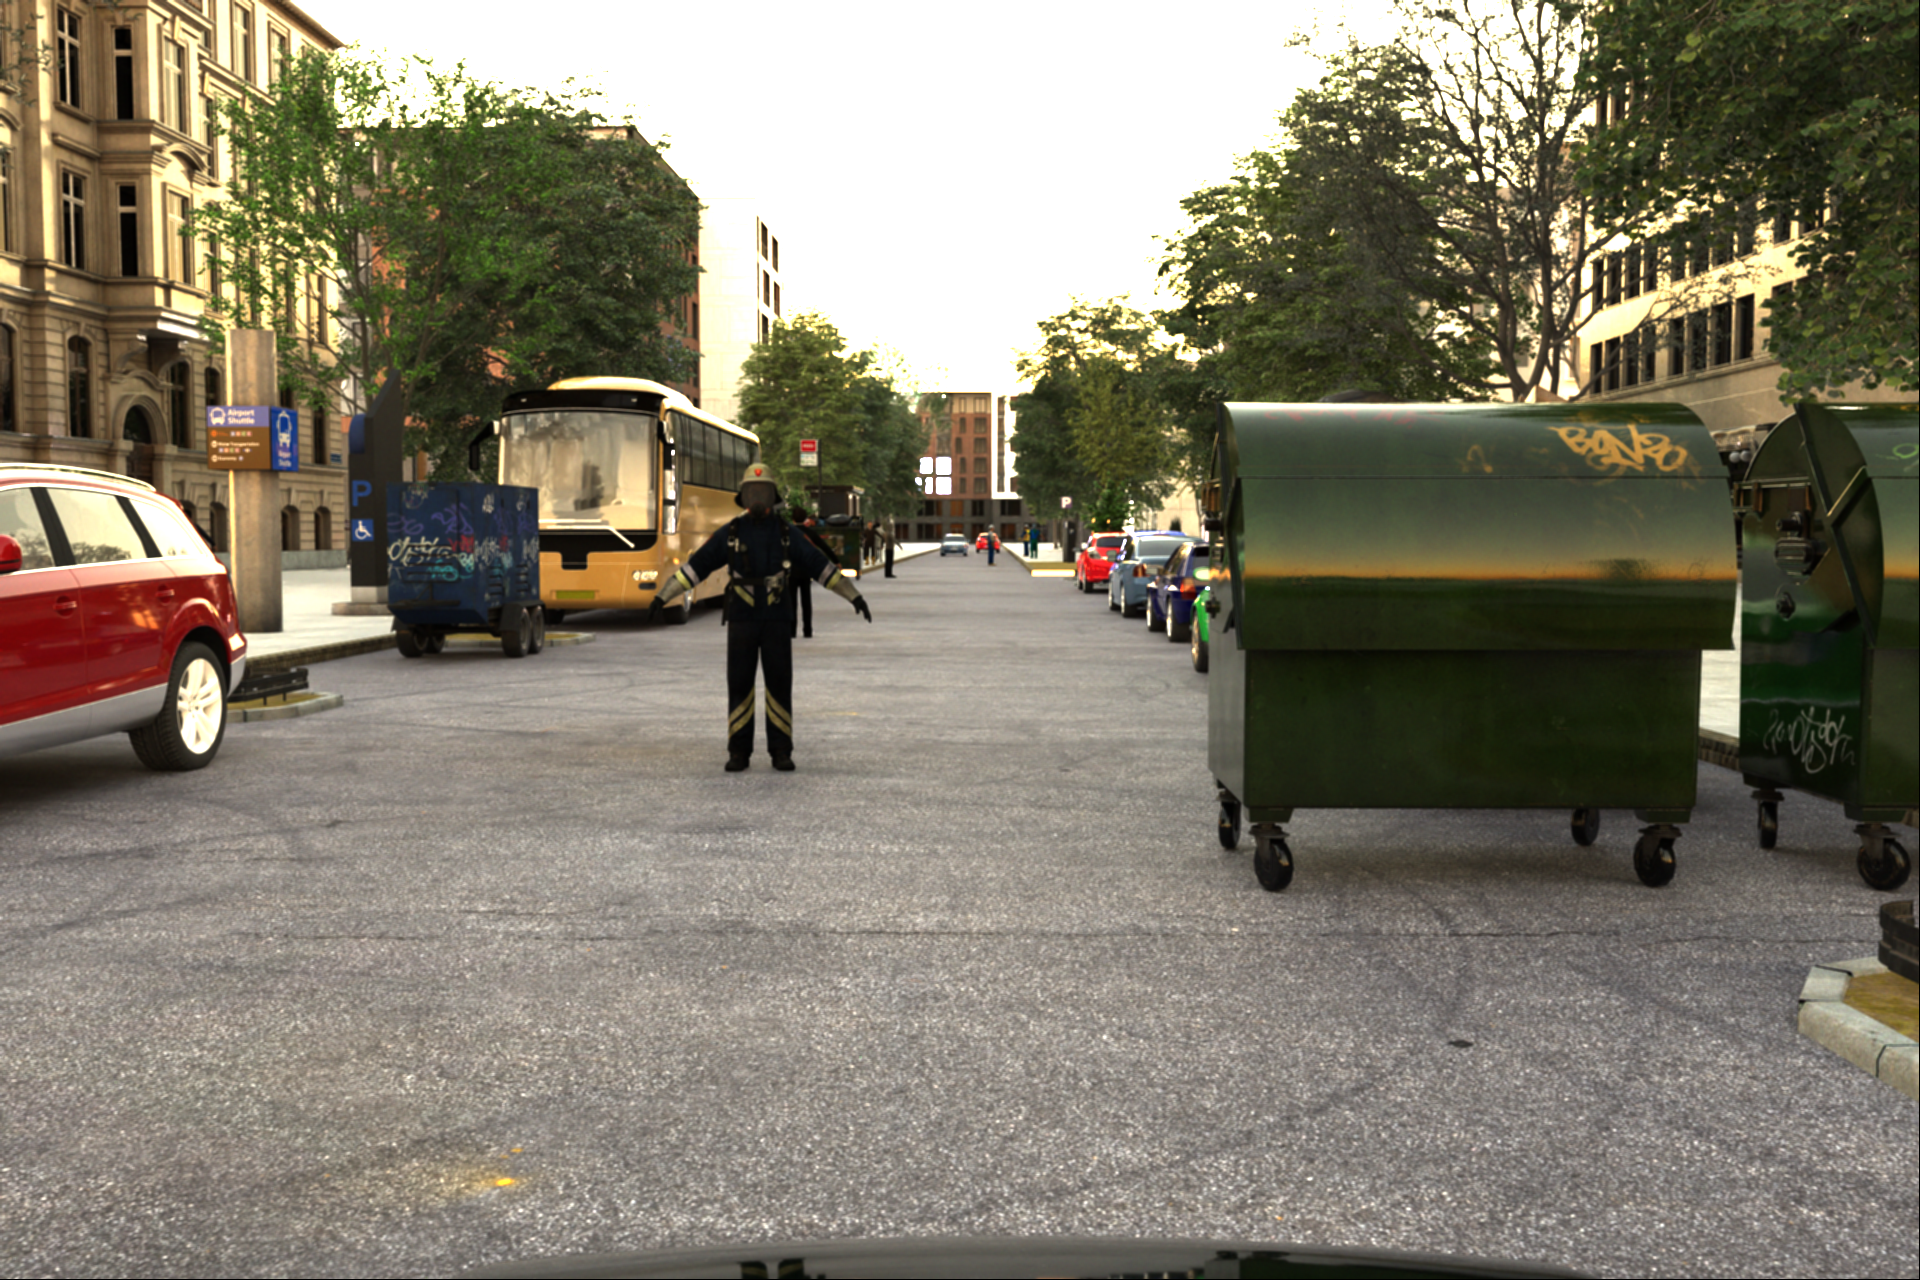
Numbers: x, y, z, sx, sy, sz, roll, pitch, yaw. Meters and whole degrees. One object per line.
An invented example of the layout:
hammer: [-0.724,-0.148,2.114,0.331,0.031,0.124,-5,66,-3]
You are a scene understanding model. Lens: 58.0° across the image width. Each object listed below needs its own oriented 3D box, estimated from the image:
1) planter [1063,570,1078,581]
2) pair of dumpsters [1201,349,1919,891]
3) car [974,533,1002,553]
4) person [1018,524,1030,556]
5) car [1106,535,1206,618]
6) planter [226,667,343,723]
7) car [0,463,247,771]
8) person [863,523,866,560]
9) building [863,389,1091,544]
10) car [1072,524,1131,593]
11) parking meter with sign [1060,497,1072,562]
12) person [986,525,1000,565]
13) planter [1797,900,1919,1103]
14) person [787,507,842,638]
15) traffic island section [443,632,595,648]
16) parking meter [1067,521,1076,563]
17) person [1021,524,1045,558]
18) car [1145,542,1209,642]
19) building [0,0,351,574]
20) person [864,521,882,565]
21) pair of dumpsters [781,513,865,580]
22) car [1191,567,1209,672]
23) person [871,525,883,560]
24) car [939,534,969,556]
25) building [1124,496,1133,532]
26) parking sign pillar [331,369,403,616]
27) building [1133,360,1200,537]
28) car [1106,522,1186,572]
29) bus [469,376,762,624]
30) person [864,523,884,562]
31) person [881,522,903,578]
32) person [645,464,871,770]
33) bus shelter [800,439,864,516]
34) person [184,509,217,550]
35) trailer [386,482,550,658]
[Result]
planter: [4.243,-2.026,54.264,1.991,0.319,1.994,0,4,1]
pair of dumpsters: [3.264,-0.150,7.403,4.436,2.255,1.574,0,4,1]
car: [2.125,-7.554,132.547,2.155,1.783,4.494,0,3,0]
person: [3.780,-5.717,99.440,0.705,1.833,1.349,2,4,31]
car: [3.659,-1.160,30.963,2.014,1.417,4.499,0,4,0]
planter: [-6.154,0.437,13.990,1.991,0.319,1.994,0,4,2]
car: [-5.656,-0.023,9.054,2.281,1.827,5.304,0,4,1]
person: [-4.725,-4.813,84.627,1.347,1.837,0.705,2,4,30]
building: [2.273,-25.085,256.568,32.646,21.610,27.936,0,4,0]
car: [3.912,-2.104,43.445,2.155,1.783,4.494,0,4,1]
parking meter with sign: [4.925,-5.108,79.778,0.543,3.016,1.738,0,4,1]
person: [1.456,-4.329,79.091,0.705,1.847,1.347,-1,4,-22]
planter: [3.408,1.012,4.598,1.991,0.319,1.994,0,3,0]
person: [-2.240,-0.938,23.981,1.347,1.806,0.705,-2,4,-24]
traffic island section: [-5.909,0.002,22.835,1.991,0.108,1.994,0,4,2]
parking meter: [4.995,-4.382,77.360,0.399,1.863,0.255,0,4,1]
person: [3.880,-5.204,91.214,1.347,1.817,0.704,-1,4,-22]
car: [3.623,-0.715,24.273,1.945,1.354,3.894,0,3,0]
building: [-28.699,-14.021,48.329,14.460,24.649,34.723,0,4,1]
person: [-3.719,-4.010,71.699,1.346,1.812,0.704,0,4,6]
pair of dumpsters: [-5.212,-3.011,54.183,4.436,2.255,1.574,0,4,1]
car: [3.290,-0.477,16.597,1.959,1.807,4.718,0,4,1]
person: [-4.246,-4.844,85.924,1.216,1.740,0.721,0,4,-5]
car: [-0.359,-6.228,113.831,2.014,1.417,4.499,0,4,1]
building: [24.942,-17.377,226.264,9.099,9.664,28.070,0,4,1]
parking sign pillar: [-9.328,-2.399,27.690,1.447,3.967,1.447,0,4,2]
building: [28.071,-19.464,184.695,16.747,18.905,31.486,0,4,1]
car: [3.976,-1.577,35.376,1.945,1.707,3.694,0,4,1]
bus: [-5.499,-2.398,30.749,2.896,3.916,12.252,0,4,1]
person: [-3.744,-4.470,79.270,1.347,1.806,0.705,0,4,-3]
person: [-2.298,-2.960,56.978,0.705,1.813,1.348,-2,4,-32]
person: [-1.219,-0.140,10.519,1.354,1.856,0.705,0,4,-5]
bus shelter: [-5.617,-6.012,75.929,2.179,5.291,8.768,0,4,1]
person: [-16.843,-1.940,37.761,1.345,1.823,0.704,-3,5,-45]
trailer: [-5.771,-0.773,19.688,1.471,1.999,3.904,0,4,1]
